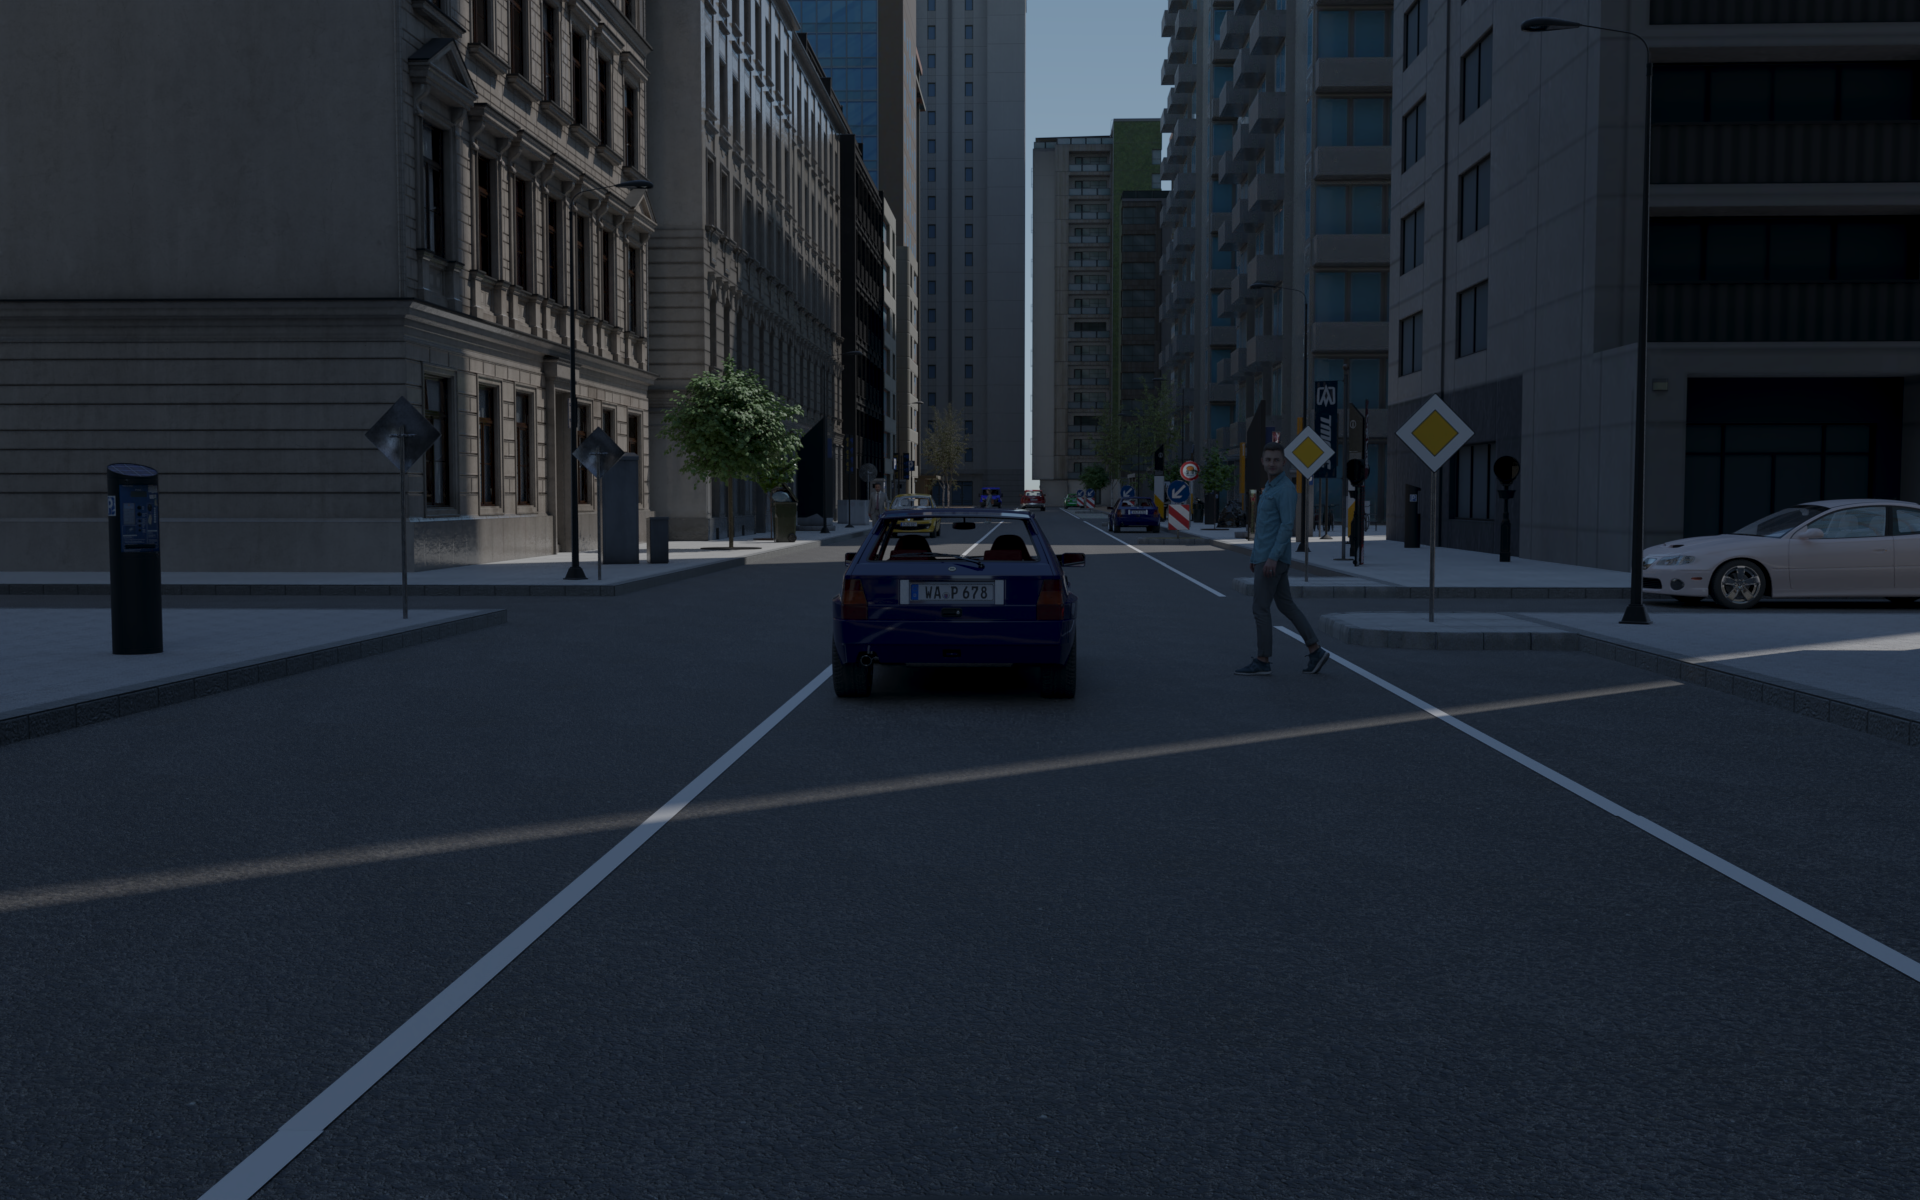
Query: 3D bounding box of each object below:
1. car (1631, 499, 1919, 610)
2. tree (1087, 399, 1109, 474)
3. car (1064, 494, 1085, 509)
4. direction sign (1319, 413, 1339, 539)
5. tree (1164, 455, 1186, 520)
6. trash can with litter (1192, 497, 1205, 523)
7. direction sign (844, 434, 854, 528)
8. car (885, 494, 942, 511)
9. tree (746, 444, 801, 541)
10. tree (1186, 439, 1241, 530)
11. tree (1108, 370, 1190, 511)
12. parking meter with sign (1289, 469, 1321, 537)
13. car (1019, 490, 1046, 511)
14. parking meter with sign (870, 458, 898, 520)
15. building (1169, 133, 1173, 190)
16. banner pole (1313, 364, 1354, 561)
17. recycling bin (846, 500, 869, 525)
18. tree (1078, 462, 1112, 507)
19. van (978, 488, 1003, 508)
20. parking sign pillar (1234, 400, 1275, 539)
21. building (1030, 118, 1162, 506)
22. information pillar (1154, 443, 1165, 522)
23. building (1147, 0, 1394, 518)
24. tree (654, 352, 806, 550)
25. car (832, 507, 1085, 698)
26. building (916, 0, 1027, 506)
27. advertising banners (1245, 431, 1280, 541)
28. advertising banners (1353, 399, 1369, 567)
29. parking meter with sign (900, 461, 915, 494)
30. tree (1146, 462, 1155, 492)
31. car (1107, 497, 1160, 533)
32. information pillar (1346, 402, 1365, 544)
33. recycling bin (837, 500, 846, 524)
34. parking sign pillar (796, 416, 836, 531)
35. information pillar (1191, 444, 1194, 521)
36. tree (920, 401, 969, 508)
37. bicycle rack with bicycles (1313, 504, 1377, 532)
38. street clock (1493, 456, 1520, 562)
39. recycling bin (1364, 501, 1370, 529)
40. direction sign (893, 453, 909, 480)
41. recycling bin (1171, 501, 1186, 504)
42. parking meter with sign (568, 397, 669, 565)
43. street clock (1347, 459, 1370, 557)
[{"bbox_3d":[11.169,-0.607,22.283,4.827,1.381,2.083,0,4,2],"label":"car"},{"bbox_3d":[11.747,-11.187,133.274,4.737,8.622,4.395,0,3,0],"label":"tree"},{"bbox_3d":[10.795,-9.474,163.689,1.959,1.807,4.718,0,4,1],"label":"car"},{"bbox_3d":[10.381,-3.486,48.999,0.379,3.537,0.876,-2,4,-30],"label":"direction sign"},{"bbox_3d":[10.715,-5.524,84.923,1.663,3.219,1.824,0,3,0],"label":"tree"},{"bbox_3d":[10.873,-4.024,77.183,1.055,1.170,0.624,1,4,11],"label":"trash can with litter"},{"bbox_3d":[-4.228,-4.534,66.125,0.379,3.537,0.876,1,4,15],"label":"direction sign"},{"bbox_3d":[-1.566,-2.908,57.762,2.015,1.641,3.980,0,4,2],"label":"car"},{"bbox_3d":[-5.132,-3.267,48.018,1.663,3.219,1.824,0,3,0],"label":"tree"},{"bbox_3d":[9.047,-4.077,61.267,1.663,3.219,1.824,0,3,0],"label":"tree"},{"bbox_3d":[11.660,-9.354,103.292,4.737,8.622,4.395,0,3,0],"label":"tree"},{"bbox_3d":[10.271,-3.411,52.037,0.543,3.016,1.738,-2,4,-29],"label":"parking meter with sign"},{"bbox_3d":[6.182,-8.462,147.023,2.281,1.827,5.304,0,4,0],"label":"car"},{"bbox_3d":[-4.007,-5.378,84.199,1.738,3.016,0.543,1,4,9],"label":"parking meter with sign"},{"bbox_3d":[36.551,-33.097,195.756,28.867,44.769,22.147,0,4,2],"label":"building"},{"bbox_3d":[7.235,-2.664,33.568,0.863,3.779,0.401,2,4,32],"label":"banner pole"},{"bbox_3d":[-4.145,-3.588,71.210,0.722,1.027,0.722,1,4,10],"label":"recycling bin"},{"bbox_3d":[13.334,-11.489,171.553,4.285,4.588,4.351,0,3,0],"label":"tree"},{"bbox_3d":[2.854,-9.465,159.131,2.240,2.365,5.245,0,4,2],"label":"van"},{"bbox_3d":[8.707,-3.778,50.239,1.447,3.967,1.447,-1,4,-8],"label":"parking sign pillar"},{"bbox_3d":[14.889,-31.093,191.962,14.086,41.232,14.154,0,4,2],"label":"building"},{"bbox_3d":[9.174,-5.399,79.623,0.504,3.616,0.183,3,4,37],"label":"information pillar"},{"bbox_3d":[25.575,-30.597,119.870,23.786,49.044,30.456,0,4,2],"label":"building"},{"bbox_3d":[-5.414,-3.465,40.362,4.285,4.588,4.351,0,3,0],"label":"tree"},{"bbox_3d":[0.020,-0.057,13.516,1.945,1.354,3.894,0,4,2],"label":"car"},{"bbox_3d":[-6.643,-39.995,195.915,28.212,58.520,21.231,0,4,2],"label":"building"},{"bbox_3d":[8.405,-3.163,47.908,0.090,3.025,2.074,2,4,35],"label":"advertising banners"},{"bbox_3d":[7.296,-2.155,31.429,0.090,3.025,2.074,1,4,19],"label":"advertising banners"},{"bbox_3d":[-3.201,-5.713,89.668,1.738,3.016,0.543,-2,4,-35],"label":"parking meter with sign"},{"bbox_3d":[10.504,-5.833,89.968,1.663,3.219,1.824,0,3,0],"label":"tree"},{"bbox_3d":[6.525,-3.213,65.118,1.945,1.354,3.894,0,4,1],"label":"car"},{"bbox_3d":[10.086,-3.227,44.123,0.183,3.616,0.504,-2,4,-32],"label":"information pillar"},{"bbox_3d":[-4.823,-3.817,74.959,0.722,1.027,0.722,3,5,44],"label":"recycling bin"},{"bbox_3d":[-5.065,-4.400,60.414,1.447,3.967,1.447,3,4,36],"label":"parking sign pillar"},{"bbox_3d":[10.959,-5.521,81.616,0.183,3.616,0.504,1,4,16],"label":"information pillar"},{"bbox_3d":[-1.286,-11.394,136.647,4.360,8.622,3.978,0,3,0],"label":"tree"},{"bbox_3d":[13.119,-2.833,59.696,2.852,0.926,2.925,2,4,26],"label":"bicycle rack with bicycles"},{"bbox_3d":[10.311,-1.721,32.705,0.471,2.002,0.358,1,4,22],"label":"street clock"},{"bbox_3d":[14.691,-3.132,63.763,0.722,1.027,0.722,1,4,19],"label":"recycling bin"},{"bbox_3d":[-3.216,-6.307,95.119,0.876,3.537,0.379,-1,4,-11],"label":"direction sign"},{"bbox_3d":[12.465,-5.297,99.167,0.722,1.027,0.722,-2,4,-31],"label":"recycling bin"},{"bbox_3d":[-6.240,-2.168,31.713,1.738,3.016,0.543,-1,4,-22],"label":"parking meter with sign"},{"bbox_3d":[8.130,-1.892,35.509,0.471,2.002,0.358,3,5,41],"label":"street clock"}]
